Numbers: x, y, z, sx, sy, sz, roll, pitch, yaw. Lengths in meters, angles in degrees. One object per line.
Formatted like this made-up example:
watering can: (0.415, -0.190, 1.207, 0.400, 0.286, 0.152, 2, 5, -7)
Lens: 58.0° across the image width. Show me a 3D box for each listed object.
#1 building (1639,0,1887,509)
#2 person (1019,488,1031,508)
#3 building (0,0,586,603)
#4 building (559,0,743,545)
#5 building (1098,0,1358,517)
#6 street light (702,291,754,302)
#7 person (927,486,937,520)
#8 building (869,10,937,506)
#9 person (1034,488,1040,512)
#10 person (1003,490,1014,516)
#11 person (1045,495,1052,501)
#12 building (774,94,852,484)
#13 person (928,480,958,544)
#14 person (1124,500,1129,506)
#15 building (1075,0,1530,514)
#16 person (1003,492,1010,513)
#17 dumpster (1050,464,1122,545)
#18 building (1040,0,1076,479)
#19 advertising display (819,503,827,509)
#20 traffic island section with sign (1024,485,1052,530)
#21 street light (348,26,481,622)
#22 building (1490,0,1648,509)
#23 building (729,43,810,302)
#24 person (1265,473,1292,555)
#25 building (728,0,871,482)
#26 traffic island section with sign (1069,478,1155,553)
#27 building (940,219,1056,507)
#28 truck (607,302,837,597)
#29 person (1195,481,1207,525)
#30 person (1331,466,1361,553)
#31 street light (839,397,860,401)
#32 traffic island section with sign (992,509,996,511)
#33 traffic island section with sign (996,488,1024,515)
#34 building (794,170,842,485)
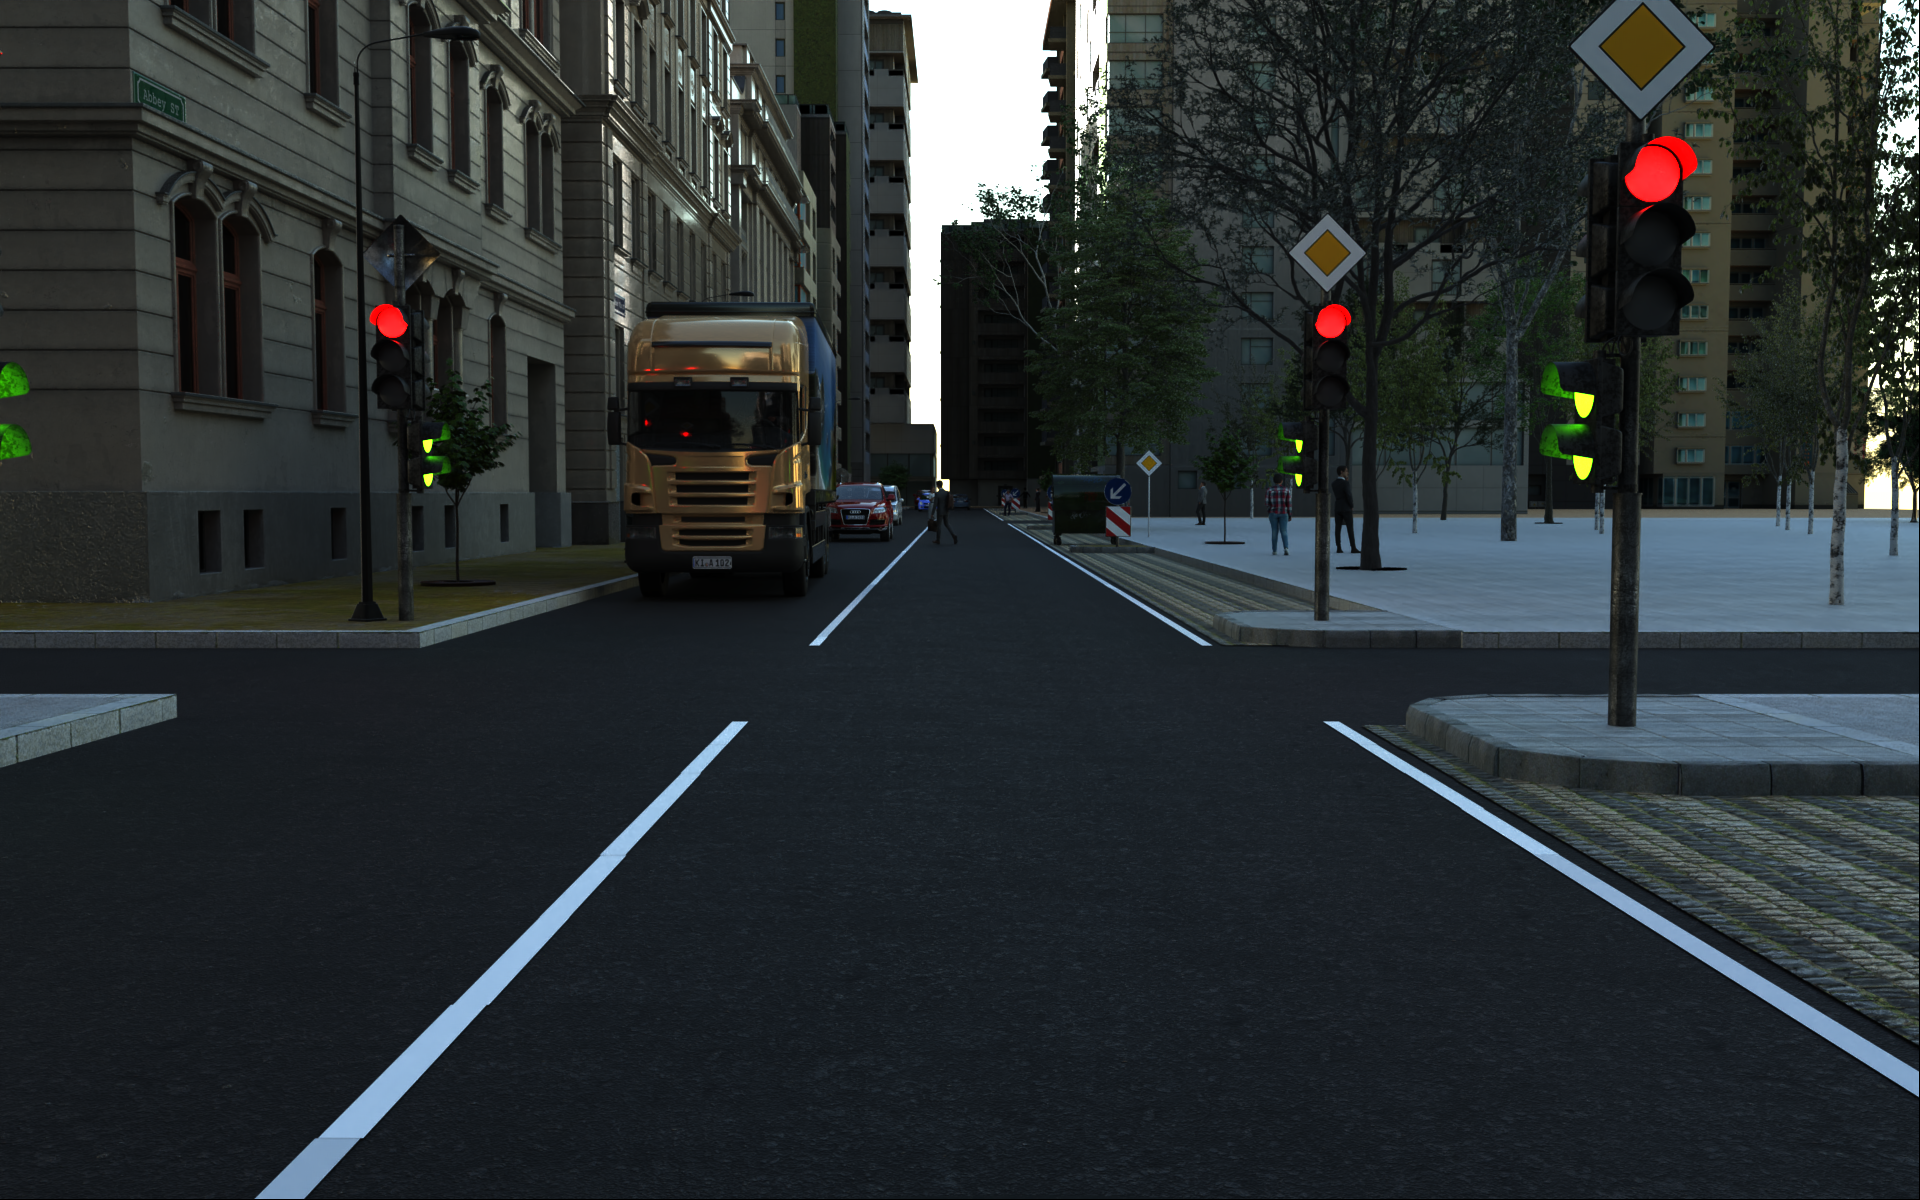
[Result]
building: (69.027, -32.508, 155.199, 21.600, 48.544, 21.300, 0, 3, 0)
person: (5.810, -9.131, 154.969, 1.348, 1.869, 0.705, -2, 4, -35)
building: (-15.770, -14.879, 30.664, 14.401, 28.519, 23.554, 0, 3, 0)
building: (-14.500, -15.763, 54.984, 12.463, 27.353, 25.104, 0, 3, 0)
building: (15.120, -25.629, 102.631, 14.154, 41.232, 14.086, 0, 3, 0)
street light: (-5.402, -4.111, 39.750, 1.470, 5.913, 1.316, 0, 3, 0)
person: (-1.094, -3.884, 72.581, 0.524, 1.755, 0.480, 2, 4, 30)
building: (-16.500, -36.833, 191.451, 27.495, 52.752, 28.713, 0, 3, 0)
person: (5.603, -7.235, 125.134, 0.445, 1.727, 0.742, 0, 4, 8)
person: (3.131, -6.357, 113.369, 0.436, 1.711, 0.756, -3, 5, -42)
person: (7.310, -7.895, 135.087, 1.348, 1.831, 0.705, 1, 4, 13)
building: (-15.552, -21.831, 128.635, 14.160, 30.474, 14.107, 0, 3, 0)
person: (-0.494, -2.517, 49.624, 0.822, 1.834, 0.622, 3, 5, 43)
person: (7.521, -4.529, 80.189, 0.694, 1.812, 0.767, -1, 4, -14)
building: (22.450, -32.648, 123.030, 28.713, 52.752, 27.495, 0, 3, 0)
person: (3.188, -6.551, 117.078, 0.593, 1.643, 0.415, -3, 4, -38)
dumpster: (3.520, -2.663, 48.499, 1.985, 2.255, 1.502, 0, 4, 0)
building: (18.395, -30.411, 151.845, 22.147, 44.769, 28.867, 0, 3, 0)
advertising display: (-5.886, -4.254, 74.774, 0.974, 1.923, 0.123, 1, 4, 11)
traffic island section with sign: (3.700, -3.750, 69.939, 1.989, 1.847, 2.006, 0, 3, 0)
street light: (-5.461, -2.741, 17.361, 1.470, 5.913, 1.316, 0, 3, 0)
building: (47.383, -43.835, 154.949, 20.611, 71.187, 20.563, 0, 3, 0)
building: (-14.621, -14.590, 80.355, 13.314, 21.916, 24.055, 0, 3, 0)
person: (6.704, -1.810, 36.469, 0.563, 1.720, 0.643, 1, 4, 10)
building: (-22.329, -37.502, 155.161, 28.212, 58.520, 21.231, 0, 3, 0)
traffic island section with sign: (3.705, -2.076, 42.578, 1.989, 1.847, 2.006, 0, 3, 0)
building: (4.840, -25.261, 184.713, 14.107, 30.474, 14.160, 0, 3, 0)
truck: (-3.413, -2.366, 27.605, 2.839, 4.237, 11.283, 0, 4, -2)
person: (9.962, -3.993, 71.511, 0.473, 1.802, 0.592, 3, 5, 40)
person: (8.393, -1.976, 37.713, 0.474, 1.900, 0.648, -3, 4, -37)
street light: (-5.484, -6.778, 83.360, 1.470, 5.913, 1.316, 0, 3, 0)
traffic island section with sign: (3.697, -8.446, 146.724, 1.989, 1.847, 2.006, 0, 3, 0)
traffic island section with sign: (3.703, -6.789, 119.631, 1.989, 1.847, 2.006, 0, 3, 0)
building: (-22.178, -16.036, 107.223, 27.650, 21.520, 28.899, 0, 3, 0)
